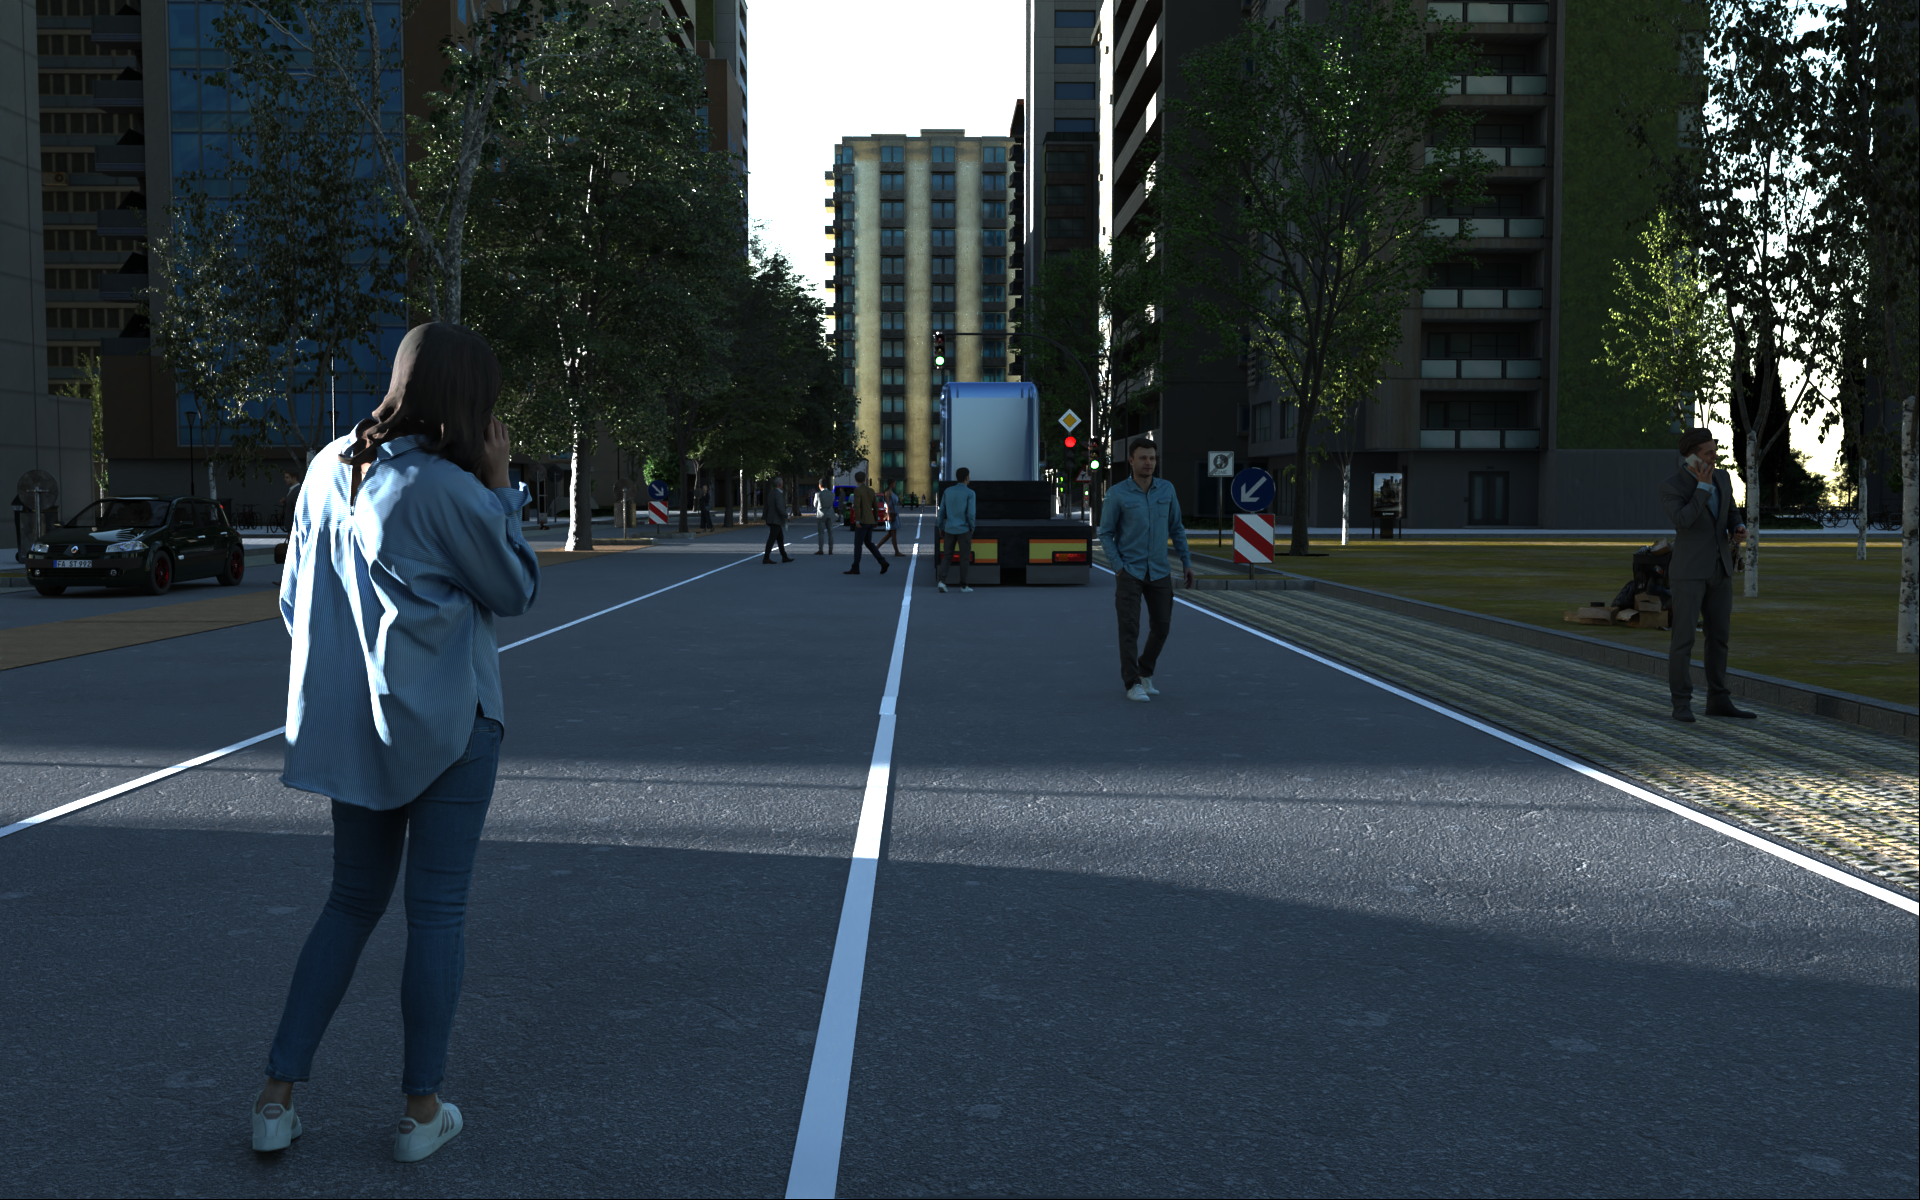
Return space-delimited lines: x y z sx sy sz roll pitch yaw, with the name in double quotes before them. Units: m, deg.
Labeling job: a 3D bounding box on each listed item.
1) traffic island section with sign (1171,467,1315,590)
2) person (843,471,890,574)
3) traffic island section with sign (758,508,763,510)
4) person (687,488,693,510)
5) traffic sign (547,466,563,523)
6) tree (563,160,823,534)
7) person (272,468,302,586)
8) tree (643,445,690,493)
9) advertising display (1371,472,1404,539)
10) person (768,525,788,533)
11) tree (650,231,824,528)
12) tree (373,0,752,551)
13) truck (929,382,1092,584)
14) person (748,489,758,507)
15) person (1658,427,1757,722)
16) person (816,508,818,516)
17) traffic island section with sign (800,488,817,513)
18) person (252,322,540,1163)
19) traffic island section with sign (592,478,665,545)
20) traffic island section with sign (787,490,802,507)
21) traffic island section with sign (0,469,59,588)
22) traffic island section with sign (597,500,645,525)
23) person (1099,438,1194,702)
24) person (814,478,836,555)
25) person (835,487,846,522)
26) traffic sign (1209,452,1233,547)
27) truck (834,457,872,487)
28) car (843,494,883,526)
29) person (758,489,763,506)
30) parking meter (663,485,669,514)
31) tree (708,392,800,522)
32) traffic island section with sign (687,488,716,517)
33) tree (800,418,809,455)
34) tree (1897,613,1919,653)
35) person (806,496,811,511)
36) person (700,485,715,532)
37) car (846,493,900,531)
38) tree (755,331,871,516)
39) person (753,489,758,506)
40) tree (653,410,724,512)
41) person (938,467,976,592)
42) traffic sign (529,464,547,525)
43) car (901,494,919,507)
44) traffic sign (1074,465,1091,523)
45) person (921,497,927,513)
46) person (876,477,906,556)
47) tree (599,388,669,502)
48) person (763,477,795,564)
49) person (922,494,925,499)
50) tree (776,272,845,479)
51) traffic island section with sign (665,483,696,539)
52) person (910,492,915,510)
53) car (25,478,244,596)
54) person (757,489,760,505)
"traffic island section with sign" 4.240 -1.095 26.533 1.989 1.847 2.006 0 4 -1
"person" -1.673 -1.381 30.982 0.836 1.842 0.656 0 4 2
"traffic island section with sign" -17.473 -9.207 159.169 1.989 1.847 2.006 0 4 -1
"person" -21.794 -8.136 139.521 0.568 1.767 0.683 1 4 21
"traffic sign" -18.163 -4.746 77.695 0.768 2.556 0.104 0 4 6
"tree" -9.973 -9.134 62.161 12.009 13.543 11.850 0 3 0
"person" -10.216 -1.117 26.732 0.822 1.834 0.622 -3 4 -36
"tree" -19.562 -8.037 115.126 4.285 4.588 4.351 0 3 0
"advertising display" 12.286 -2.729 49.830 0.974 1.923 0.123 -1 4 -15
"person" -6.688 -3.323 63.589 0.760 1.731 0.466 0 4 4
"tree" -9.984 -9.378 73.916 7.486 12.596 7.792 0 3 0
"tree" -9.642 -8.221 43.522 9.857 13.997 8.962 0 3 0
"truck" 0.756 -2.817 35.818 2.967 4.110 18.799 0 4 0
"person" -20.080 -9.857 167.730 1.217 1.766 0.721 -1 4 -15
"person" 4.736 -0.159 10.905 0.655 1.846 0.447 -1 4 -21
"person" -6.856 -4.763 86.861 0.782 1.767 0.515 2 4 24
"traffic island section with sign" -11.277 -7.550 131.576 2.006 1.907 1.989 0 4 -1
"person" -1.244 0.307 3.750 0.793 1.790 0.793 0 4 -8
"traffic island section with sign" -9.597 -2.502 49.047 2.006 1.907 1.989 0 4 -1
"traffic island section with sign" -18.030 -10.870 186.353 1.989 1.847 2.006 0 4 -1
"traffic island section with sign" -14.792 -1.142 27.301 1.989 1.847 2.006 0 4 -1
"traffic island section with sign" -15.894 -4.451 81.402 1.989 1.847 2.006 0 4 -1
"person" 1.285 -0.225 12.200 0.660 1.820 0.620 -1 4 -21
"person" -3.231 -1.984 41.122 0.511 1.800 0.466 -3 4 -37
"person" -6.066 -4.889 88.544 0.767 1.812 0.694 -1 4 -14
"traffic sign" 6.275 -2.422 41.732 0.606 2.300 0.079 0 4 5
"truck" -8.575 -9.132 138.223 2.839 4.237 11.283 0 4 -1
"car" -4.387 -4.296 79.038 1.959 1.807 4.718 0 4 -2
"person" -21.706 -11.218 189.087 1.348 1.869 0.705 3 5 40
"parking meter" -18.988 -6.475 111.575 0.399 1.863 0.255 -1 4 -15
"tree" -10.515 -8.316 88.791 4.360 8.622 3.978 0 3 0
"traffic island section with sign" -16.456 -6.146 109.111 1.989 1.847 2.006 0 4 -1
"tree" -10.486 -9.256 104.158 4.360 8.622 3.978 0 3 0
"tree" 7.559 -3.864 13.541 4.360 8.622 3.978 0 3 0
"person" -12.886 -8.358 148.346 0.799 1.438 0.628 2 4 25
"person" -9.513 -3.423 64.882 0.576 1.772 0.534 2 4 28
"car" -3.428 -3.623 68.270 2.155 1.783 4.494 0 4 -3
"tree" -10.589 -11.721 111.105 9.611 12.733 9.660 0 3 0
"person" -21.595 -10.781 181.937 0.705 1.869 1.348 -2 4 -34
"tree" -18.861 -11.625 124.483 7.601 10.594 8.767 2 4 31
"person" -0.072 -1.024 25.255 0.660 1.820 0.620 2 4 27
"traffic sign" -17.778 -4.453 72.912 0.768 2.556 0.104 0 3 0
"car" -5.353 -10.861 186.368 1.959 1.807 4.718 0 4 -2
"traffic sign" 5.447 -4.665 76.273 0.884 2.594 0.081 0 4 8
"person" -2.683 -7.009 128.108 0.505 1.210 0.382 1 4 15
"person" -1.627 -1.897 39.608 0.778 1.811 0.616 1 4 13
"tree" -18.949 -9.219 101.096 4.737 8.622 4.395 0 3 0
"person" -3.721 -1.643 35.757 0.834 1.777 0.661 -3 4 -36
"person" -4.331 -11.903 206.348 0.421 1.427 0.697 0 4 -3
"tree" -10.768 -11.452 96.354 9.857 13.997 8.962 0 3 0
"traffic island section with sign" -9.738 -2.955 56.453 2.006 1.907 1.989 0 4 -1
"person" -4.203 -8.770 153.352 0.415 1.643 0.593 0 4 0
"car" -12.129 -0.971 25.665 2.009 1.686 4.222 0 4 -1
"person" -22.705 -11.521 194.272 0.599 1.838 0.709 2 4 34
